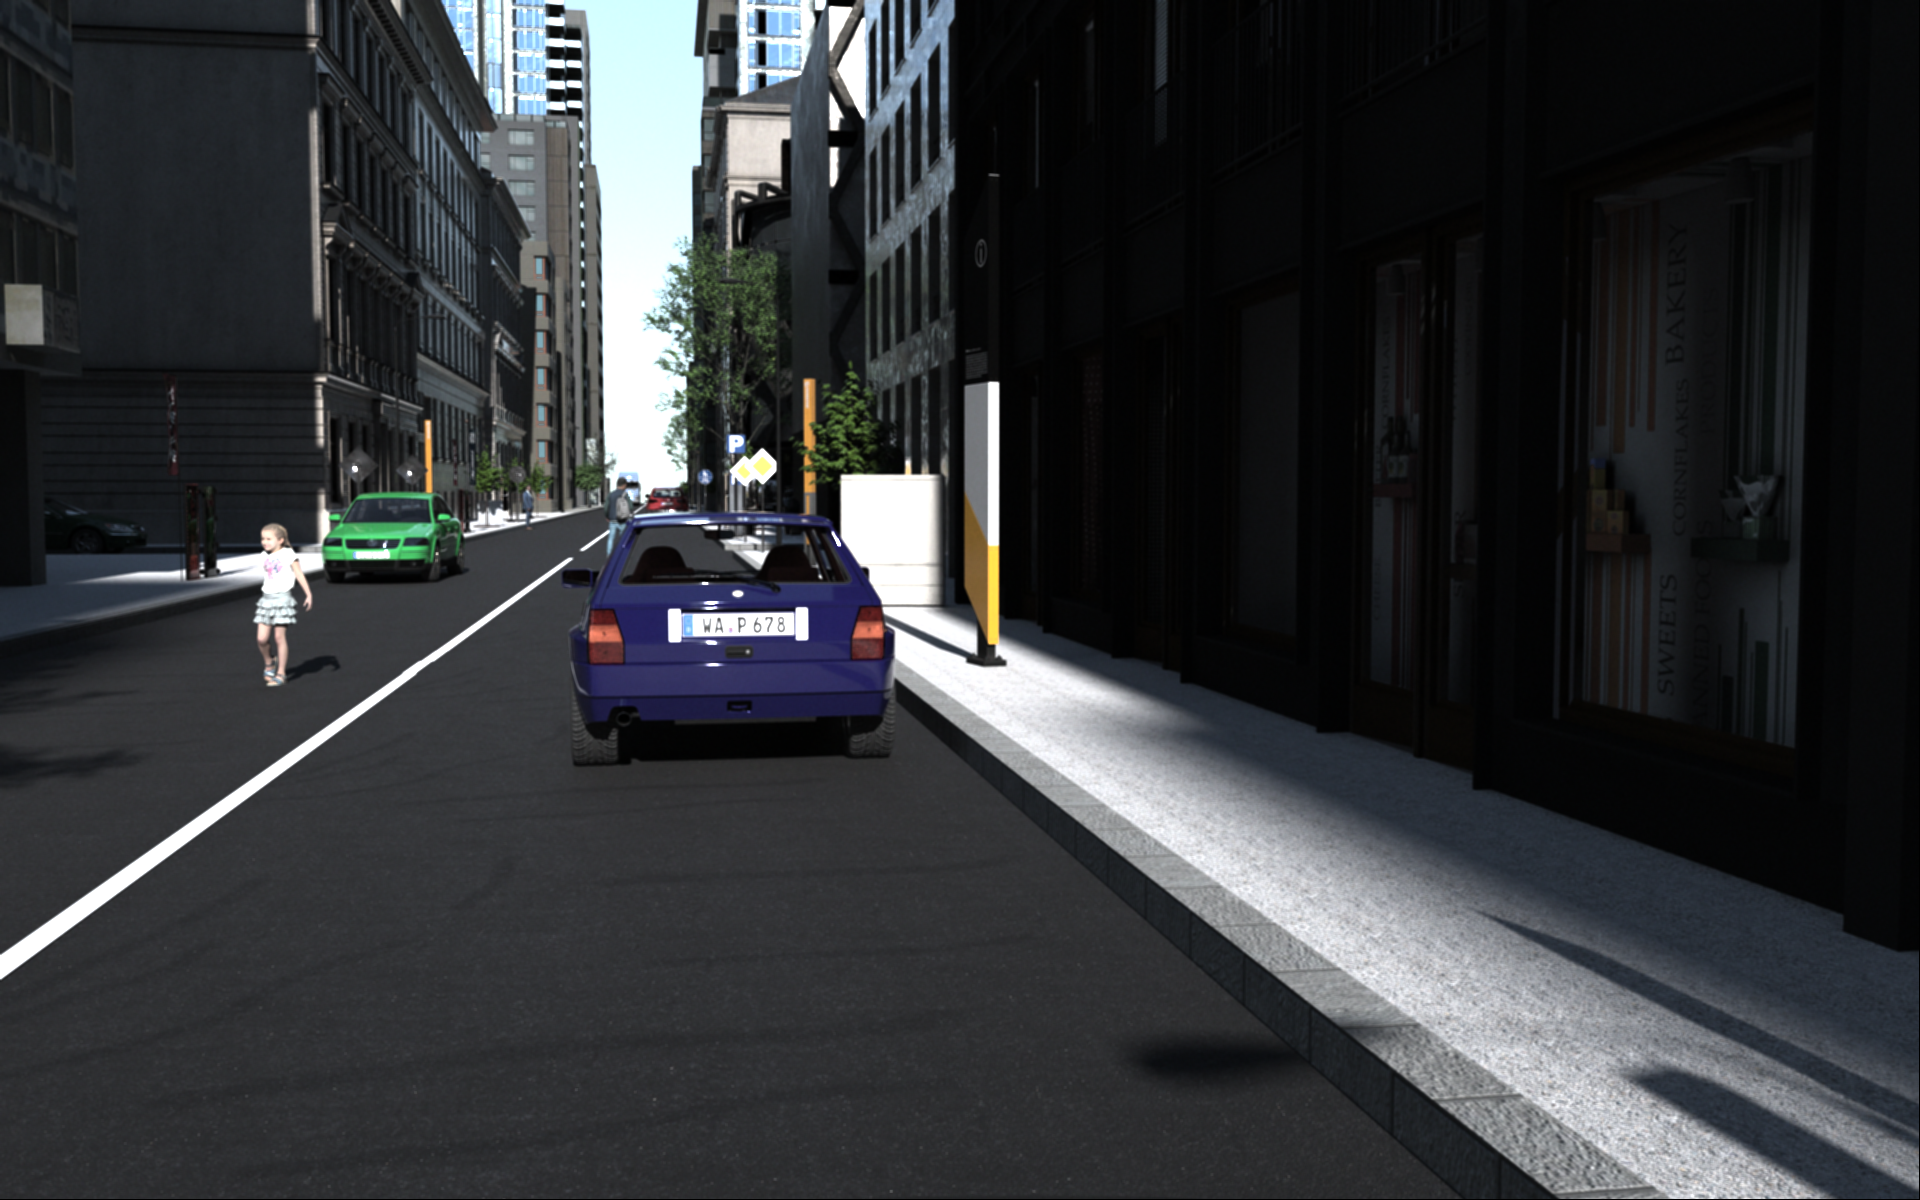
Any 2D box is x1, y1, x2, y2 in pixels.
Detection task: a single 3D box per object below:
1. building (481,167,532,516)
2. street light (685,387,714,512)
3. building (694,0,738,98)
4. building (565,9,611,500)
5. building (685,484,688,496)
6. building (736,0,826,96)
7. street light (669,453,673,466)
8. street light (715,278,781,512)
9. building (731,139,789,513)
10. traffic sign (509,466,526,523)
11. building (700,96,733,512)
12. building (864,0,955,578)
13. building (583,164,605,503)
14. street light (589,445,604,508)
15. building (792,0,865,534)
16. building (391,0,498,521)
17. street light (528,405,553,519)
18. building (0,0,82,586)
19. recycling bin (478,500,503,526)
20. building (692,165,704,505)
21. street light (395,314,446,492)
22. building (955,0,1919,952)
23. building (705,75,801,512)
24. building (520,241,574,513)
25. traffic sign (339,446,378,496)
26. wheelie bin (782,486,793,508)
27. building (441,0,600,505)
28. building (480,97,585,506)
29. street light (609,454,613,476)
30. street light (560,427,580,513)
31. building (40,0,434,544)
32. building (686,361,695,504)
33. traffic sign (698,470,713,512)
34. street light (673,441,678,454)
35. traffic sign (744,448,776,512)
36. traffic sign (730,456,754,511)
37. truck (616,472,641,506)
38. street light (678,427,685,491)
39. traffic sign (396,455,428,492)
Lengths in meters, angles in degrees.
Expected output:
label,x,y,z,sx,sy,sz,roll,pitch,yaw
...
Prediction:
label,x,y,z,sx,sy,sz,roll,pitch,yaw
building,-31.825,-16.262,102.041,11.583,22.565,21.152,-1,4,-10
street light,-11.006,-6.270,75.048,1.470,5.913,1.316,-1,4,-10
building,-13.001,-36.268,182.214,28.713,52.752,27.495,-1,4,-10
building,-63.539,-50.290,260.490,20.563,71.187,20.611,-1,4,-10
building,-26.739,-35.224,267.795,32.217,40.220,23.993,-1,4,-10
building,-10.671,-51.333,151.960,22.319,86.520,31.000,-1,4,-10
street light,-31.639,-13.597,194.851,1.470,5.913,1.316,-1,4,-10
street light,-4.478,-3.972,37.478,1.470,5.913,1.316,-1,4,-10
building,-3.109,-13.482,87.878,16.820,18.784,16.811,-1,4,-10
traffic sign,-19.928,-4.765,78.014,0.768,2.556,0.104,0,4,-6
building,-12.368,-21.938,130.384,14.160,30.474,14.107,-1,4,-10
building,4.535,-10.665,29.126,10.420,20.320,16.860,-1,4,-10
building,-60.658,-37.689,239.917,21.300,48.544,21.600,-1,4,-10
street light,-34.710,-11.761,164.831,1.470,5.913,1.316,-1,4,-10
building,3.538,-11.540,56.133,16.811,18.784,16.820,-1,4,-10
building,-29.940,-14.871,76.419,16.112,22.955,30.059,-1,4,-10
street light,-21.812,-7.183,89.981,1.470,5.913,1.316,-1,4,-10
building,-23.096,-19.820,15.937,23.993,40.220,32.217,-1,4,-10
recycling bin,-18.719,-3.454,69.022,0.722,1.027,0.722,3,4,37
building,-26.647,-32.745,218.969,14.154,41.232,14.086,-1,4,-10
street light,-13.996,-4.422,44.845,1.470,5.913,1.316,-1,4,-10
building,7.342,-11.210,12.958,12.332,23.373,15.834,-1,4,-10
building,-9.233,-19.007,108.022,12.463,27.353,25.104,-1,4,-10
building,-44.226,-17.461,130.525,27.650,21.520,28.899,-1,4,-10
traffic sign,-12.634,-2.004,36.402,0.795,2.450,0.064,-1,4,-10
wheelie bin,-6.700,-3.771,69.565,0.980,1.594,0.693,1,4,16
building,-56.022,-55.061,212.917,22.319,86.520,31.000,-1,4,-10
building,-46.877,-30.414,180.870,14.154,41.232,14.086,-1,4,-10
street light,-41.050,-14.003,201.490,1.470,5.913,1.316,-1,4,-10
street light,-27.051,-9.027,120.127,1.470,5.913,1.316,-1,4,-10
building,-22.616,-11.505,52.733,10.561,19.102,19.286,-1,4,-10
building,-24.017,-24.282,242.048,27.650,21.520,28.899,-1,4,-10
traffic sign,-13.240,-5.505,90.109,0.768,2.556,0.104,0,4,-1
street light,-23.949,-10.900,150.753,1.470,5.913,1.316,-1,4,-10
traffic sign,-4.309,-2.090,37.816,0.795,2.450,0.064,-1,4,-10
traffic sign,-5.670,-2.571,45.685,0.795,2.450,0.064,-1,4,-10
truck,-40.846,-13.707,213.861,2.967,4.110,18.799,-1,4,-10
street light,-18.435,-8.969,119.191,1.470,5.913,1.316,-1,4,-10
traffic sign,-13.995,-2.485,44.271,0.795,2.450,0.064,-1,4,-10
